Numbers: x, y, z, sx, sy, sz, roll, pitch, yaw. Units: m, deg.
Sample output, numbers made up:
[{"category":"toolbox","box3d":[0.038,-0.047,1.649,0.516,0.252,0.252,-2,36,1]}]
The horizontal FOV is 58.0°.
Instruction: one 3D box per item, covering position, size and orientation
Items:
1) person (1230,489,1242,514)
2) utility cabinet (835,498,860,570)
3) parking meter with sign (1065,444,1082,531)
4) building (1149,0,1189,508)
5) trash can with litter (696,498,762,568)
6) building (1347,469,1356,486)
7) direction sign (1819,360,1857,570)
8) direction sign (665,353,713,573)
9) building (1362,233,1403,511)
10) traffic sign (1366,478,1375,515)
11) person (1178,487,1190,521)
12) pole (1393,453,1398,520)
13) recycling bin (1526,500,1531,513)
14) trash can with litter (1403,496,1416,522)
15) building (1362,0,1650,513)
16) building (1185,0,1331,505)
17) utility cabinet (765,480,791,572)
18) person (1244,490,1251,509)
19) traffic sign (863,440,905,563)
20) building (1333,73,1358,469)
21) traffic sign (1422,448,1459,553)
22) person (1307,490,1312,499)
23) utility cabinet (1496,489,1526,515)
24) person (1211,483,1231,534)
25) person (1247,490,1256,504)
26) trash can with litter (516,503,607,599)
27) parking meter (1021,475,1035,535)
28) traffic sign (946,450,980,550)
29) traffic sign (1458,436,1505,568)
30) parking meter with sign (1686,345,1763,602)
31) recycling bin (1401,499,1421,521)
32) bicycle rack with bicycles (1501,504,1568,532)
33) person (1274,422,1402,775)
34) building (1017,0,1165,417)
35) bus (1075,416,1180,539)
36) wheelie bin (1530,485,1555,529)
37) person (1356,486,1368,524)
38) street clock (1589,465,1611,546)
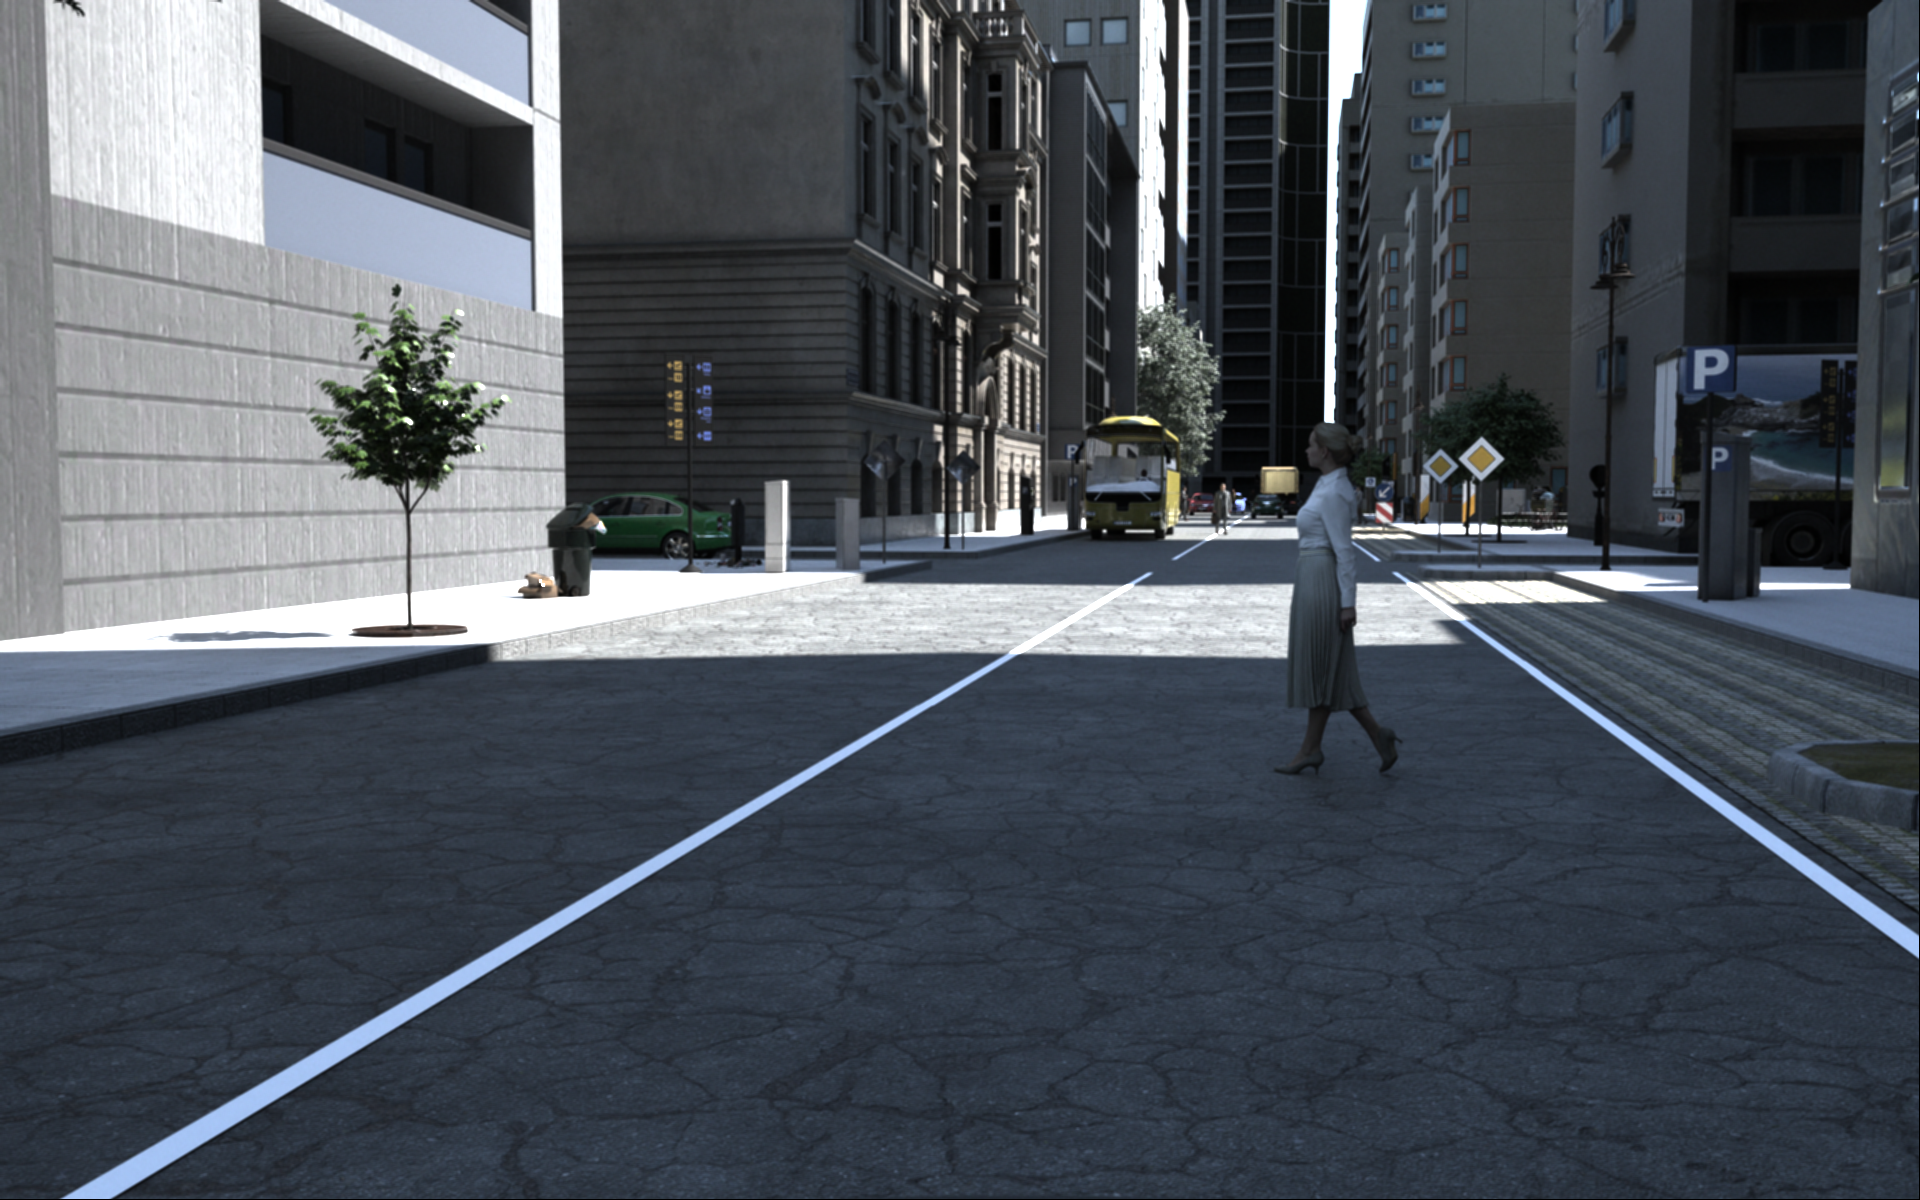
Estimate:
[{"category":"person","box3d":[19.603,-7.081,124.376,1.348,1.812,0.705,1,4,18]},{"category":"utility cabinet","box3d":[-1.919,-1.132,29.674,0.306,1.237,1.020,-1,4,-11]},{"category":"parking meter with sign","box3d":[4.036,-3.958,60.981,0.543,3.016,1.738,1,4,9]},{"category":"building","box3d":[12.190,-30.512,148.975,14.600,45.320,14.200,1,4,11]},{"category":"trash can with litter","box3d":[-4.123,-1.222,31.045,1.678,1.210,2.233,0,4,-1]},{"category":"building","box3d":[49.042,-44.858,171.682,20.563,71.187,20.611,1,4,11]},{"category":"direction sign","box3d":[14.922,-2.289,29.415,0.876,3.537,0.379,-1,4,-21]},{"category":"direction sign","box3d":[-4.398,-2.213,28.183,0.876,3.537,0.379,-3,5,-40]},{"category":"building","box3d":[44.345,-17.218,126.560,27.650,21.520,28.899,1,4,11]},{"category":"traffic sign","box3d":[24.962,-6.312,105.334,0.606,2.300,0.079,1,4,18]},{"category":"person","box3d":[11.794,-5.087,91.637,0.822,1.834,0.622,-1,4,-15]},{"category":"pole","box3d":[21.347,-5.575,85.002,0.158,3.312,0.155,0,3,0]},{"category":"recycling bin","box3d":[25.183,-3.848,75.476,0.722,1.027,0.722,-3,5,-41]},{"category":"trash can with litter","box3d":[20.617,-4.154,79.305,0.624,1.170,1.055,1,4,9]},{"category":"building","box3d":[46.244,-32.279,151.464,21.300,48.544,21.600,1,4,11]},{"category":"building","box3d":[32.972,-46.870,204.581,20.611,71.187,20.563,1,4,11]},{"category":"utility cabinet","box3d":[-3.001,-1.207,28.421,0.318,1.500,1.173,0,4,0]},{"category":"person","box3d":[27.518,-9.521,164.304,1.348,1.807,0.705,2,4,30]},{"category":"traffic sign","box3d":[-1.399,-1.732,31.956,0.795,2.450,0.064,1,4,11]},{"category":"building","box3d":[54.546,-35.334,201.405,21.600,48.544,21.300,1,4,11]},{"category":"traffic sign","box3d":[10.482,-2.092,37.840,0.795,2.450,0.064,1,4,11]},{"category":"person","box3d":[34.754,-9.999,171.989,0.705,1.823,1.348,-1,4,-10]},{"category":"utility cabinet","box3d":[23.968,-4.078,75.350,1.173,1.500,0.318,3,4,39]},{"category":"person","box3d":[9.299,-3.236,61.517,0.694,1.812,0.767,0,4,-2]},{"category":"person","box3d":[25.260,-8.602,149.282,1.348,1.807,0.705,-2,4,-29]},{"category":"trash can with litter","box3d":[-4.945,-0.617,21.475,0.624,1.170,1.055,2,4,32]},{"category":"parking meter","box3d":[2.117,-2.972,54.296,0.399,1.863,0.255,2,4,35]},{"category":"traffic sign","box3d":[0.073,-2.212,39.805,0.795,2.450,0.064,1,4,11]},{"category":"traffic sign","box3d":[9.011,-1.612,29.991,0.795,2.450,0.064,1,4,11]},{"category":"parking meter with sign","box3d":[9.358,-1.520,21.109,0.543,3.016,1.738,3,4,38]},{"category":"recycling bin","box3d":[21.652,-4.315,83.101,0.722,1.027,0.722,-1,4,-19]},{"category":"bicycle rack with bicycles","box3d":[20.291,-2.865,60.226,2.925,0.926,2.852,-1,4,-18]},{"category":"person","box3d":[1.937,-0.006,8.823,0.641,1.798,0.478,2,4,25]},{"category":"building","box3d":[1.110,-33.053,129.648,28.713,52.752,27.495,1,4,11]},{"category":"bus","box3d":[5.904,-4.086,58.350,2.896,3.916,12.252,1,4,9]},{"category":"wheelie bin","box3d":[21.131,-3.358,62.810,0.693,1.594,0.980,-3,4,-37]},{"category":"person","box3d":[18.805,-4.463,81.594,0.853,1.813,0.709,0,4,-8]},{"category":"street clock","box3d":[15.837,-2.345,42.905,0.471,2.002,0.358,1,4,11]}]
